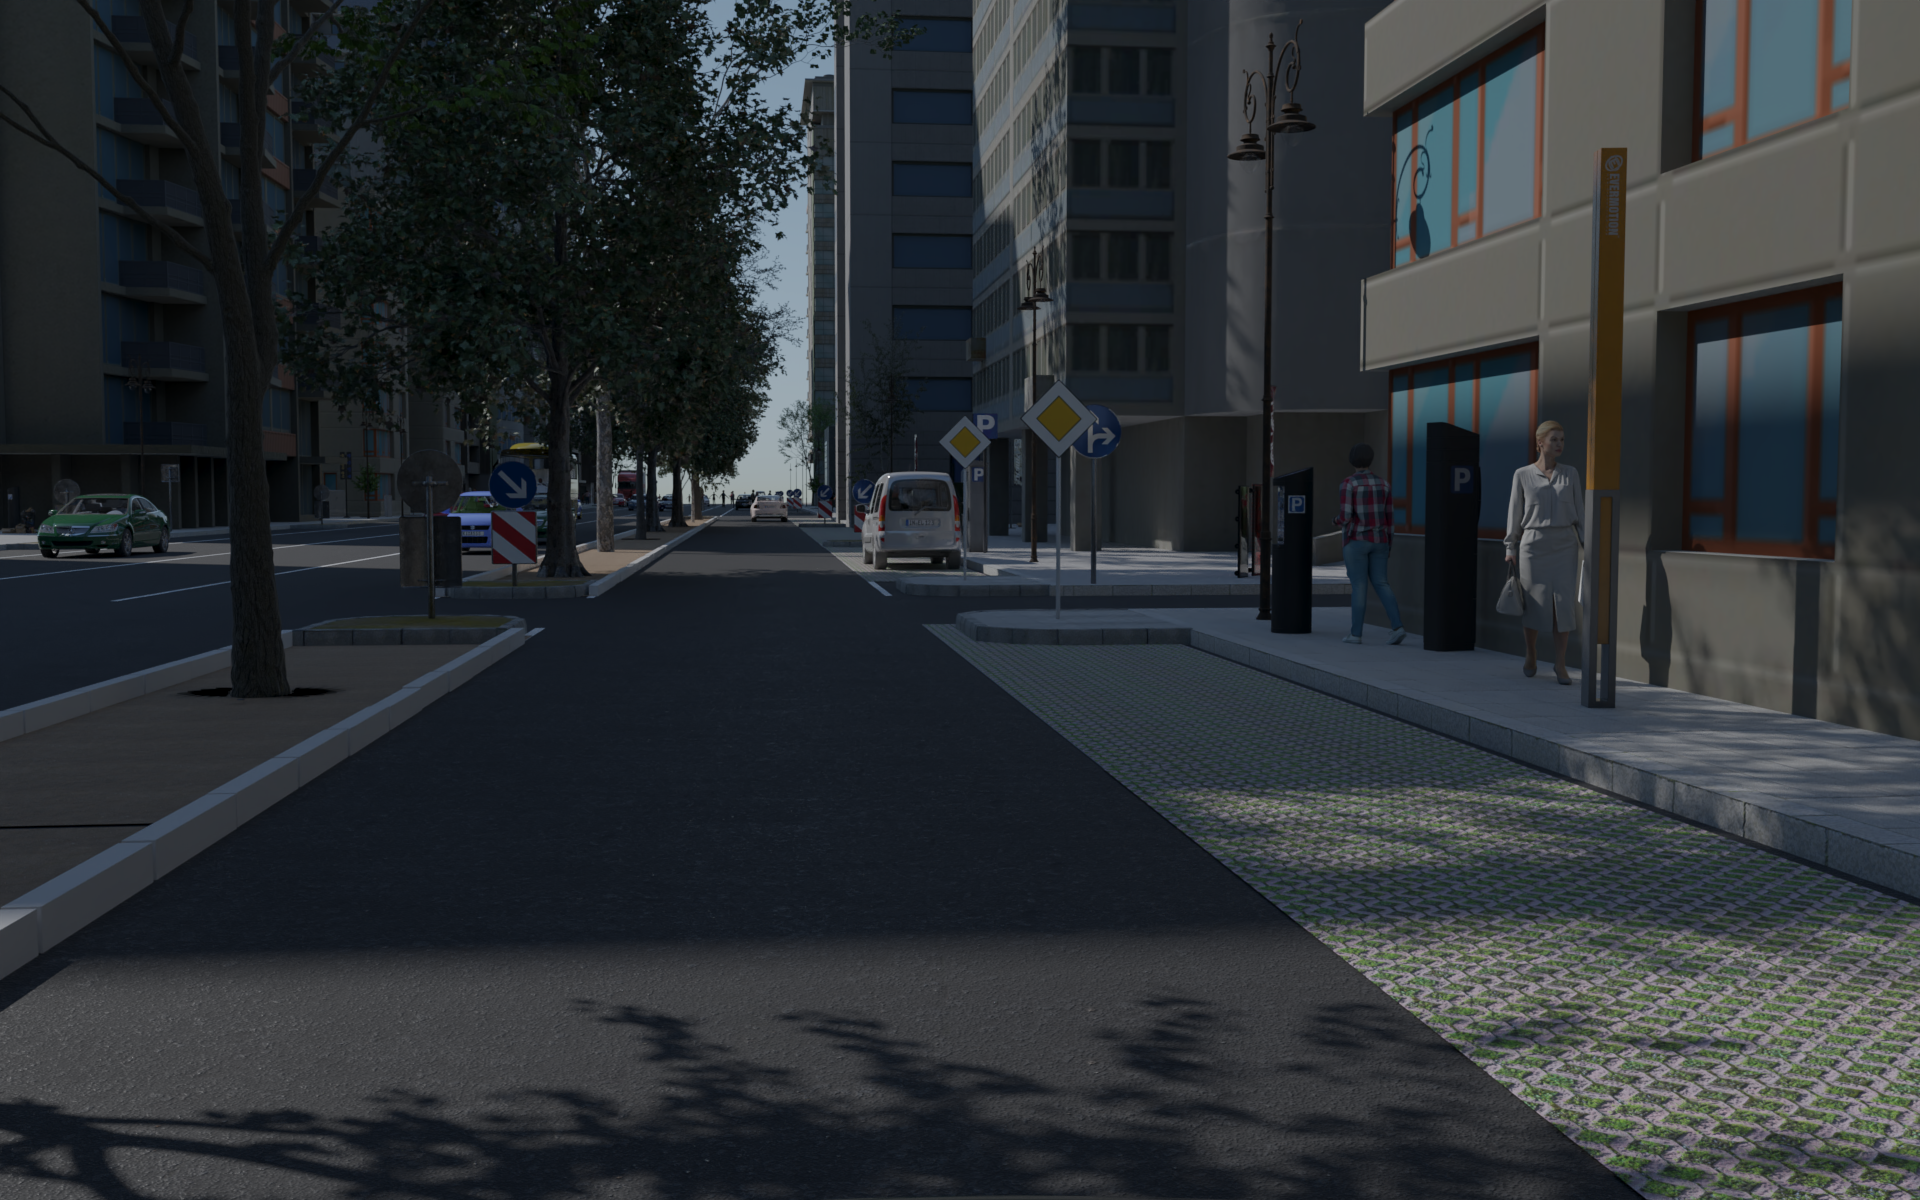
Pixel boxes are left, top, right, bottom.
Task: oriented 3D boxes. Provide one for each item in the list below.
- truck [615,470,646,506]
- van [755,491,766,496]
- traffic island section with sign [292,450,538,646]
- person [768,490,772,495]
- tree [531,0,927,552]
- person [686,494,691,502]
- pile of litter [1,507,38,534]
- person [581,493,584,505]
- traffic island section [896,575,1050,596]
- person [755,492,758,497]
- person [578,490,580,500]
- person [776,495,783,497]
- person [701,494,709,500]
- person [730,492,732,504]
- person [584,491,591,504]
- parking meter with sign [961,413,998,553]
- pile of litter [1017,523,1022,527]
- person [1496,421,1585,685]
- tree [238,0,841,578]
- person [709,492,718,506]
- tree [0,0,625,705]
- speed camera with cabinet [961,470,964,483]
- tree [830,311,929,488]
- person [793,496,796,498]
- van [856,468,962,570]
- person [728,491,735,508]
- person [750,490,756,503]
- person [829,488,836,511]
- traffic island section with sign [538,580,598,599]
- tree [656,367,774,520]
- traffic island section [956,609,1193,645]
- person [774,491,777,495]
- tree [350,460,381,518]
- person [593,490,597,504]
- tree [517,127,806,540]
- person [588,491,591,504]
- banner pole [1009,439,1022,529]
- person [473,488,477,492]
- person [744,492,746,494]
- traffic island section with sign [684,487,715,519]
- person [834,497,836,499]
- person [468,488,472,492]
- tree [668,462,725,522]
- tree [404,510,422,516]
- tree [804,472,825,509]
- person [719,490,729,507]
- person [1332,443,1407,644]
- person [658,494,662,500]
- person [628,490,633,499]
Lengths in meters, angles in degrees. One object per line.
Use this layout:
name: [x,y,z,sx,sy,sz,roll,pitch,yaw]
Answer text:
truck: [-38.645,-13.131,203.605,2.839,4.237,11.283,0,4,-5]
van: [-27.571,-14.199,239.162,2.013,2.044,4.112,0,4,-7]
traffic island section with sign: [-5.392,-0.557,17.250,2.006,1.907,1.989,0,4,-7]
person: [-18.904,-10.030,172.629,0.705,1.807,1.348,-3,4,-37]
tree: [-7.419,-11.192,41.339,12.611,20.169,13.585,0,3,0]
person: [-37.815,-14.073,241.859,0.557,1.426,1.065,2,4,35]
pile of litter: [-30.694,-2.607,56.584,1.176,0.858,1.719,-2,4,-30]
person: [-44.581,-11.947,204.631,0.557,1.426,1.065,-1,4,-19]
traffic island section: [0.117,-0.209,25.694,2.009,0.180,2.903,0,4,-7]
person: [-26.767,-13.383,227.868,0.434,1.755,0.990,0,4,-1]
person: [-42.810,-11.492,194.627,0.721,1.739,1.217,0,4,-6]
person: [-24.727,-13.937,236.505,1.348,1.807,0.705,1,4,12]
person: [-21.853,-8.407,146.680,1.217,1.743,0.721,0,4,8]
person: [-32.309,-14.358,243.977,0.721,1.743,1.217,-2,4,-24]
person: [-46.146,-12.682,214.100,1.217,1.736,0.721,-3,4,-37]
parking meter with sign: [0.369,-2.570,38.282,0.543,3.016,1.738,-1,4,-12]
pile of litter: [2.746,-3.256,67.208,1.176,0.858,1.719,1,4,17]
person: [4.064,-0.336,11.890,0.694,1.780,0.624,2,4,24]
tree: [-6.872,-6.726,29.440,9.611,12.733,9.660,0,3,0]
person: [-30.104,-12.386,211.728,1.217,1.735,0.721,1,4,10]
tree: [-5.085,-5.127,12.032,9.928,11.665,9.643,0,3,0]
speed camera with cabinet: [0.773,-4.310,64.803,0.660,3.252,2.038,-2,4,-29]
tree: [-3.132,-7.329,70.193,4.360,8.622,3.978,0,3,0]
person: [-24.211,-15.187,254.226,0.709,1.838,0.599,-3,5,-43]
van: [-0.995,-1.654,34.063,2.013,2.044,4.112,0,4,-7]
person: [-22.873,-10.047,173.304,0.750,1.759,0.617,0,4,1]
person: [-17.374,-8.399,145.835,0.705,1.823,1.348,-2,4,-30]
person: [-9.448,-7.411,127.733,1.217,1.766,0.721,-2,4,-34]
traffic island section with sign: [-6.246,-1.007,24.608,2.006,1.907,1.989,0,4,-7]
tree: [-14.484,-11.369,94.991,9.857,13.997,8.962,0,3,0]
traffic island section: [1.049,0.276,17.763,2.009,0.180,2.903,0,4,-7]
person: [-25.467,-14.133,239.563,0.705,1.826,1.348,3,5,40]
tree: [-32.608,-6.147,95.106,1.663,3.219,1.824,0,3,0]
person: [-47.760,-13.509,226.911,0.705,1.824,1.348,2,4,24]
tree: [-9.993,-8.617,53.712,12.009,13.543,11.850,0,3,0]
person: [-46.372,-12.776,215.870,0.756,1.711,0.436,1,4,20]
banner pole: [2.058,-4.568,64.711,0.401,3.779,0.863,3,5,43]
person: [-30.410,-6.116,108.517,1.348,1.822,0.705,0,4,4]
person: [-31.899,-15.122,256.301,0.434,1.755,0.990,1,4,11]
traffic island section with sign: [-15.021,-5.572,99.234,2.006,1.907,1.989,0,4,-7]
person: [-7.893,-6.660,114.919,0.705,1.826,1.348,-3,5,-41]
person: [-34.854,-7.134,123.419,1.217,1.736,0.721,1,4,20]
tree: [-13.361,-8.176,86.495,4.360,8.622,3.978,0,3,0]
tree: [-32.579,-6.666,103.588,1.663,3.219,1.824,0,3,0]
tree: [-12.471,-9.555,150.820,1.663,3.219,1.824,0,3,0]
person: [-25.304,-10.849,185.514,0.705,1.869,1.348,3,5,42]
person: [3.480,-0.484,14.790,0.563,1.720,0.643,-1,4,-22]
person: [-37.232,-12.405,214.578,1.065,1.426,0.557,-3,5,-42]
person: [-34.998,-10.775,184.635,1.348,1.831,0.705,3,5,41]
